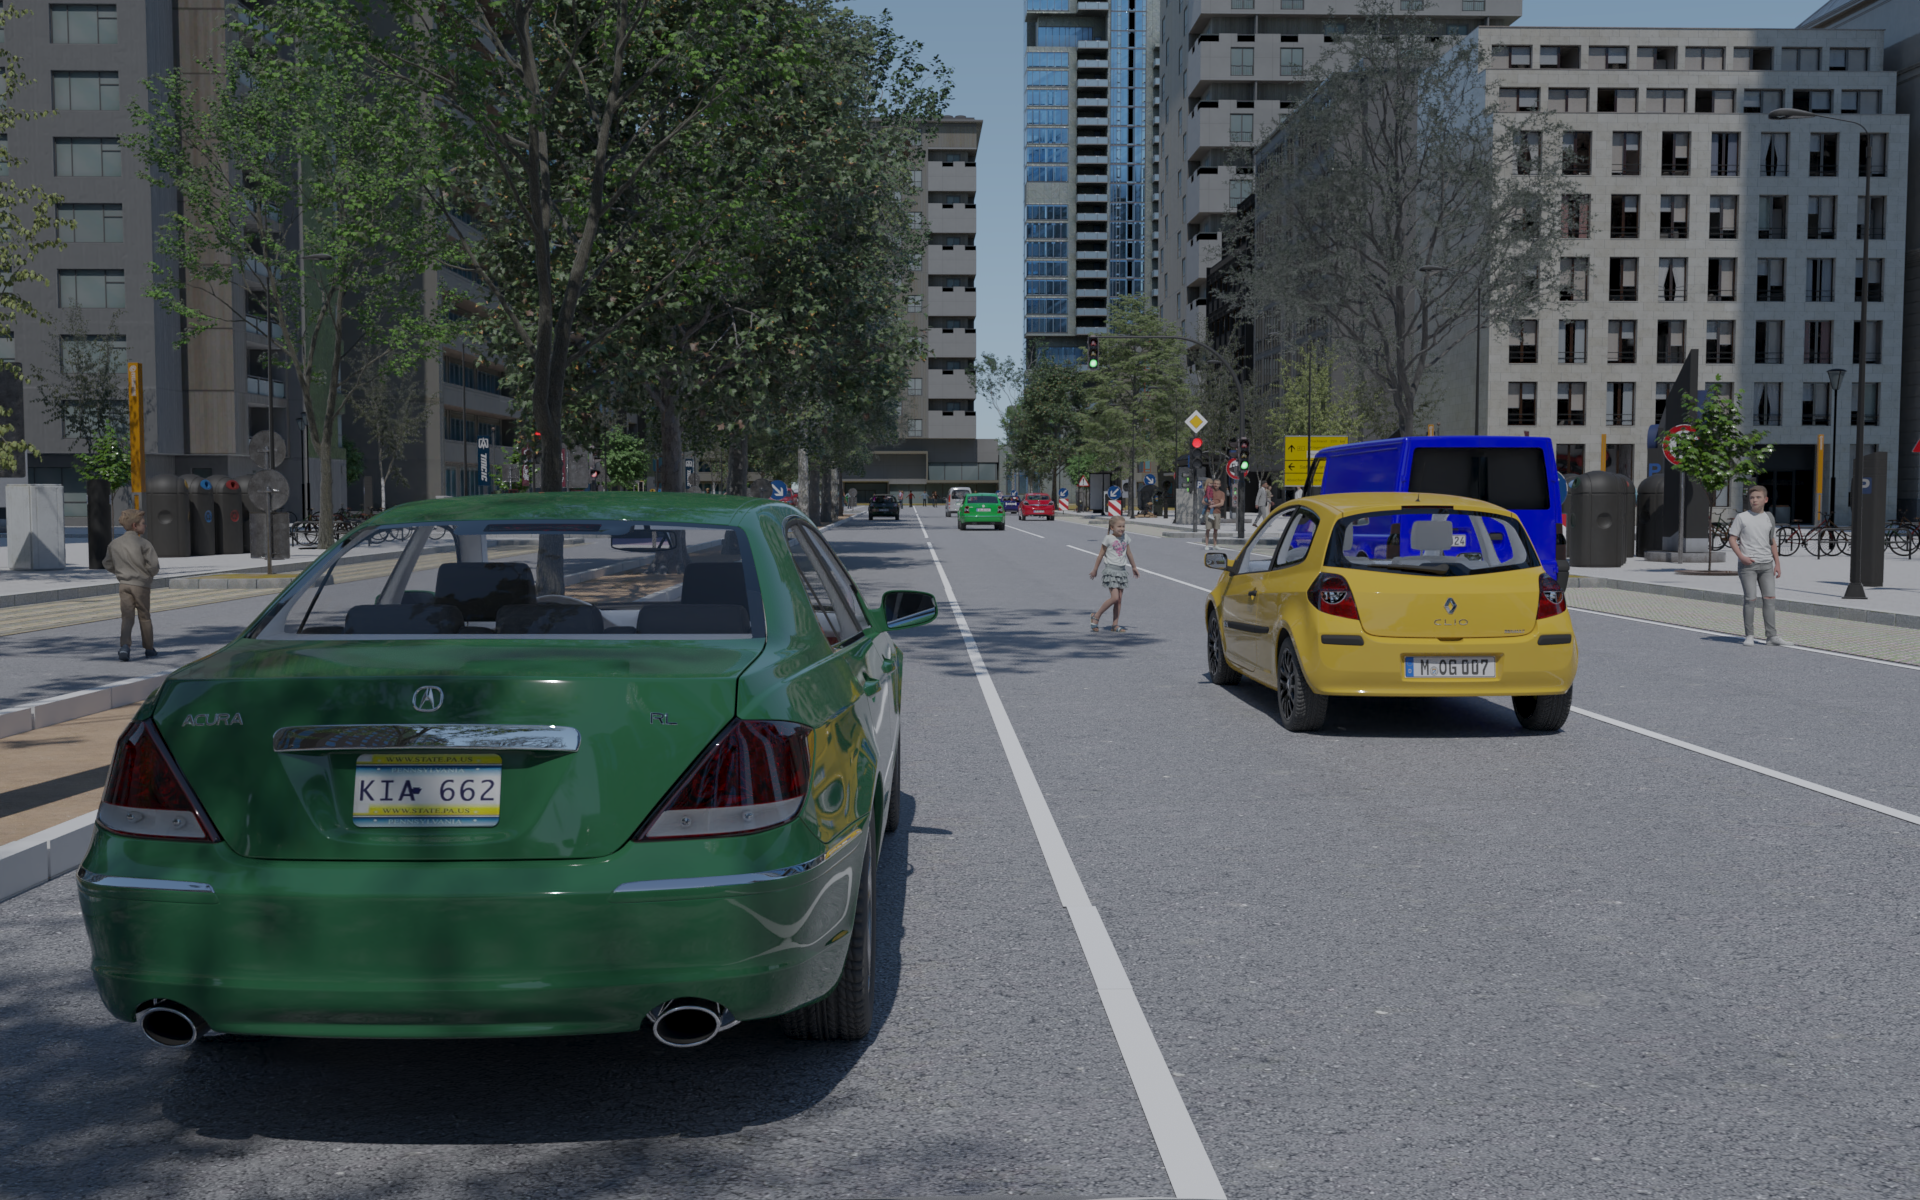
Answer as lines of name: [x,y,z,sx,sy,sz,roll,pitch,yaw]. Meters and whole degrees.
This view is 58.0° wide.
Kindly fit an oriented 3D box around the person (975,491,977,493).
person: [1.411,-9.213,159.844,1.217,1.743,0.721,1,4,13]

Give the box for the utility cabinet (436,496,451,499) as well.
utility cabinet: [-17.611,-2.940,59.229,0.306,1.237,1.020,0,4,1]

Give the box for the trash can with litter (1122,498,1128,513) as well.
trash can with litter: [10.709,-6.598,118.935,2.233,1.210,1.678,0,4,-1]

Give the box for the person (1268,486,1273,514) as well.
person: [18.750,-6.018,104.785,0.374,1.781,0.599,1,4,18]

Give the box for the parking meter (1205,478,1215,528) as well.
parking meter: [9.340,-3.602,64.610,0.255,1.863,0.399,2,4,32]

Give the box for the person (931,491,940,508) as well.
person: [-2.573,-10.721,184.615,1.217,1.723,0.721,-2,4,-33]

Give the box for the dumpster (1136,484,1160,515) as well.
dumpster: [11.423,-6.065,104.922,1.264,1.857,1.865,0,4,-2]

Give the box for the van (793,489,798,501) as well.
van: [-11.657,-7.378,127.642,2.013,2.044,4.112,0,4,-2]

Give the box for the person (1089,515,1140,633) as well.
person: [1.620,-0.277,18.039,0.505,1.210,0.382,-2,4,-34]

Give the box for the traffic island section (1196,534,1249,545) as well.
traffic island section: [8.133,-1.699,50.052,2.009,0.180,2.903,0,4,-2]

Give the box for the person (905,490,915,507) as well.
person: [-5.308,-10.862,186.052,1.348,1.831,0.705,-3,5,-43]

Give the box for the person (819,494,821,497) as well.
person: [-14.350,-10.152,174.499,1.348,1.821,0.705,3,5,42]

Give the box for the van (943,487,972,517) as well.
van: [-0.040,-6.195,108.302,2.013,2.044,4.112,0,4,-3]

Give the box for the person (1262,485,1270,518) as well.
person: [14.809,-4.738,84.055,0.362,1.759,0.519,-2,4,-24]

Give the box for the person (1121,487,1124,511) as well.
person: [12.366,-7.704,132.006,0.388,1.821,0.555,0,4,0]

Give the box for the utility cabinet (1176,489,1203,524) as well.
utility cabinet: [9.673,-3.923,72.824,1.173,1.500,0.318,3,5,40]

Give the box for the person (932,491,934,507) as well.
person: [-2.887,-11.222,192.701,0.721,1.735,1.217,0,4,0]

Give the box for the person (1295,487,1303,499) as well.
person: [15.147,-4.331,77.205,0.624,1.780,0.694,0,4,-1]

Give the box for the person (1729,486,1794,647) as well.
person: [7.552,-0.321,16.344,0.503,1.515,0.523,-2,4,-32]

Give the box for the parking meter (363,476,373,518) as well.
parking meter: [-19.484,-3.140,57.049,0.255,1.863,0.399,-2,4,-24]

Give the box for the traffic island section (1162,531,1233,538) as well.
traffic island section: [7.896,-2.187,58.034,2.009,0.180,2.903,0,4,-2]

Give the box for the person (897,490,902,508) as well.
person: [-6.415,-10.688,183.118,0.599,1.838,0.709,1,4,17]

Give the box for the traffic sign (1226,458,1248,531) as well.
traffic sign: [9.534,-3.636,59.553,0.768,2.556,0.104,0,4,7]

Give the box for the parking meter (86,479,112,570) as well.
parking meter: [-14.693,-1.295,29.577,0.372,1.533,0.369,0,3,0]

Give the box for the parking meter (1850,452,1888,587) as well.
parking meter: [12.591,-1.120,24.025,0.255,1.863,0.399,-2,4,-28]

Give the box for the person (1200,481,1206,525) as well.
person: [10.260,-4.012,71.846,0.583,1.804,0.606,0,4,3]

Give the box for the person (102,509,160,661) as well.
person: [-7.164,-0.136,14.991,0.475,1.303,0.640,-1,4,-12]

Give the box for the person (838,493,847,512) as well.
person: [-7.818,-6.501,114.883,0.616,1.811,0.778,1,4,14]

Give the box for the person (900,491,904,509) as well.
person: [-5.711,-9.702,167.850,0.721,1.743,1.217,0,4,-8]

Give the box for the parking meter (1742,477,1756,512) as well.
parking meter: [27.709,-3.372,60.836,0.399,1.863,0.255,-2,4,-23]

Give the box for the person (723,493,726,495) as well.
person: [-18.171,-7.893,135.796,1.217,1.736,0.721,-1,4,-15]

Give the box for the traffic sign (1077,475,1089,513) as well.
traffic sign: [8.489,-7.292,119.224,0.884,2.594,0.081,0,4,3]

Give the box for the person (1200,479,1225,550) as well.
person: [6.418,-2.183,44.162,0.573,1.828,0.580,3,5,39]

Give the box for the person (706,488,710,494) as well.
person: [-20.231,-8.050,138.176,0.721,1.766,1.217,1,4,9]

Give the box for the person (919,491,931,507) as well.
person: [-4.064,-11.663,199.171,1.348,1.826,0.705,-1,4,-14]

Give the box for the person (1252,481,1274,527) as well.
person: [11.601,-3.678,66.446,0.850,1.792,0.678,2,4,29]

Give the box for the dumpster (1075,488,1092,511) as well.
dumpster: [9.511,-7.761,132.653,1.264,1.857,1.865,0,4,-2]

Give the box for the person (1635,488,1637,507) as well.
person: [24.456,-3.517,63.405,0.638,1.841,0.748,2,4,28]

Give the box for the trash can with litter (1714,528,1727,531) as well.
trash can with litter: [25.673,-2.972,59.648,2.233,1.210,1.678,-1,4,-19]

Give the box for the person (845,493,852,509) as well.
person: [-10.695,-9.741,167.853,1.350,1.814,0.705,-2,4,-24]

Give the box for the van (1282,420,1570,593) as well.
van: [5.293,-0.988,20.533,2.240,2.365,5.245,0,4,-2]

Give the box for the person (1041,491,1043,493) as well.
person: [9.181,-11.520,195.866,0.593,1.643,0.415,3,5,44]

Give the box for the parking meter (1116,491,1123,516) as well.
parking meter: [9.399,-5.723,101.990,0.372,1.533,0.369,0,3,0]

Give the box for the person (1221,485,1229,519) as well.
person: [13.799,-5.175,90.832,0.473,1.802,0.592,-3,4,-38]

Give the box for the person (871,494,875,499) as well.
person: [-9.378,-10.852,189.156,0.991,1.433,0.599,1,4,14]

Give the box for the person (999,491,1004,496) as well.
person: [3.962,-9.515,164.740,0.551,1.740,0.621,2,4,26]
